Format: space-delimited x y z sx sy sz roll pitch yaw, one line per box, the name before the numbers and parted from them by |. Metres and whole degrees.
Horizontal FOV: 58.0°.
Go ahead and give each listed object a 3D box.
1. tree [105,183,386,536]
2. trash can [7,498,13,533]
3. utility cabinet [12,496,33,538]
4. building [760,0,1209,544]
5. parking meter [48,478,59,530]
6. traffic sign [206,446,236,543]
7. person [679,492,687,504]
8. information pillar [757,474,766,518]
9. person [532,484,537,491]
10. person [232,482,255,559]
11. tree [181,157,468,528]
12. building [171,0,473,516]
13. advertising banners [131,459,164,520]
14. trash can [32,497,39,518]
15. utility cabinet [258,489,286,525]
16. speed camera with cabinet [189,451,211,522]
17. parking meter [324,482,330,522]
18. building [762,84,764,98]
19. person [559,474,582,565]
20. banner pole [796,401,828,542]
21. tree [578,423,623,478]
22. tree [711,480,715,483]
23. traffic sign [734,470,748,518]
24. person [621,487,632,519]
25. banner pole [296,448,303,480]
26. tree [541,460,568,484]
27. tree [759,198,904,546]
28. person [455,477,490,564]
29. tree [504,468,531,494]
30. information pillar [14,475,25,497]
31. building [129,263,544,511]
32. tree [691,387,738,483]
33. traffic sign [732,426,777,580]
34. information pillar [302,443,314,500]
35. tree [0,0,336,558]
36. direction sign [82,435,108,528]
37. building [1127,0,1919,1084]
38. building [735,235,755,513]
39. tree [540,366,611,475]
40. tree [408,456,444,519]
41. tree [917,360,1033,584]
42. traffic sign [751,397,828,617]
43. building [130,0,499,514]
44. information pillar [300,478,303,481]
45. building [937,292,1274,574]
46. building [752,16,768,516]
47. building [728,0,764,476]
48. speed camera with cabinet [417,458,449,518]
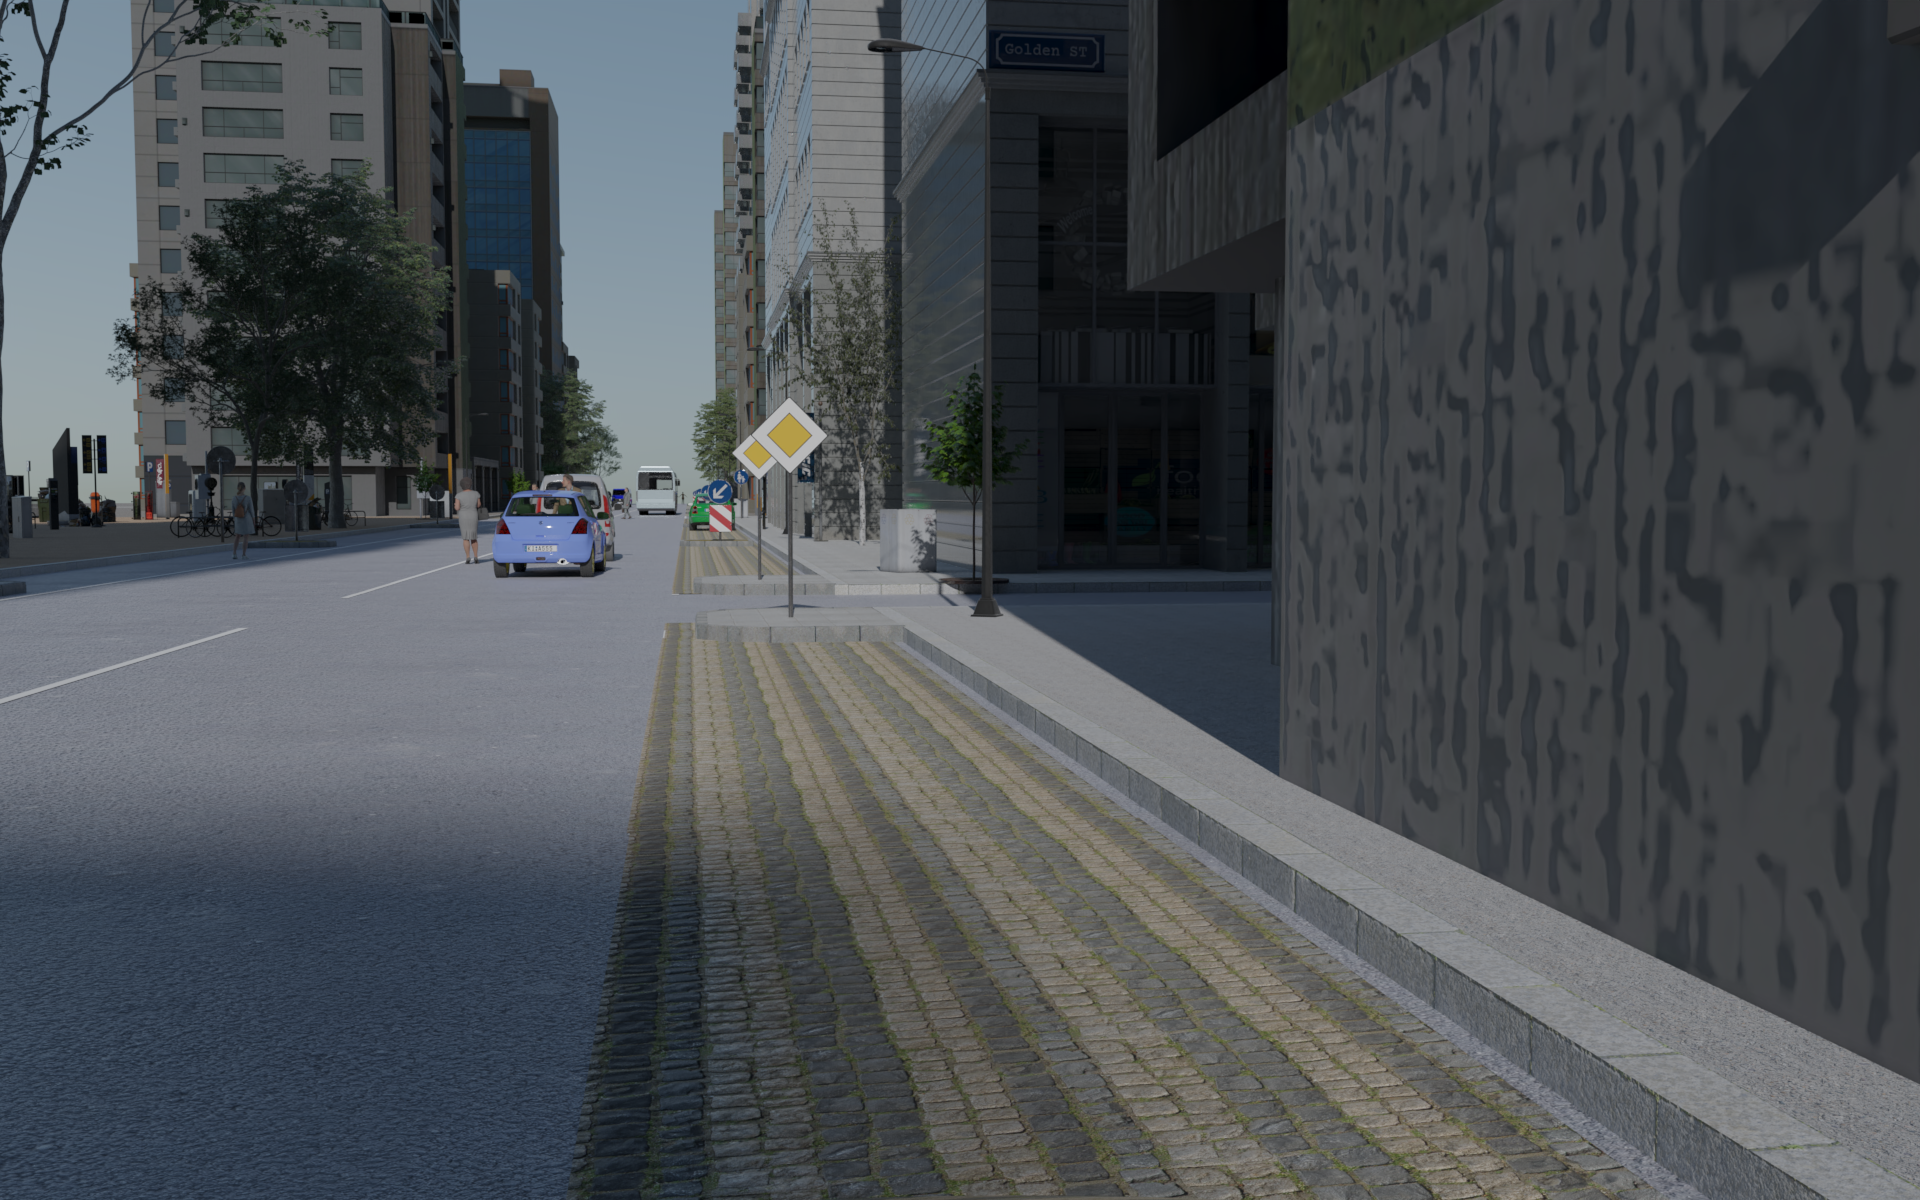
tree | -21.798 -7.247 52.905 8.767 10.594 7.601 -1 4 -13
trash can | -31.119 -2.751 56.626 0.748 1.137 0.748 0 3 0
utility cabinet | -27.451 -2.417 50.686 0.306 1.237 1.020 -3 5 -42
building | -1.002 -17.433 62.519 11.434 29.767 29.804 -1 4 -9
parking meter | -32.605 -3.462 62.308 0.255 1.863 0.399 -3 4 -37
traffic sign | -19.534 -2.795 45.808 0.768 2.556 0.104 0 4 -4
person | -38.265 -14.076 239.353 1.217 1.735 0.721 0 4 8
information pillar | -10.447 -6.107 91.207 0.504 3.616 0.183 0 4 4
person | -15.499 -3.340 63.201 0.635 1.810 0.391 2 4 32
person | -15.792 -1.749 38.105 0.512 1.701 0.522 -1 4 -9
tree | -23.474 -9.656 64.530 9.857 13.997 8.962 0 3 0
building | -37.584 -20.321 103.948 14.160 30.474 14.107 -1 4 -9
advertising banners | -40.164 -5.474 85.681 2.074 3.025 0.090 1 4 18
trash can | -49.386 -4.943 92.467 0.748 1.137 0.748 0 3 0
utility cabinet | -28.647 -3.883 72.165 0.318 1.500 1.173 2 4 27
speed camera with cabinet | -35.082 -5.232 79.880 0.660 3.252 2.038 -2 4 -35
parking meter | -28.590 -4.454 78.528 0.399 1.863 0.255 1 4 22
building | -2.548 -18.113 89.654 14.314 27.812 24.014 -1 4 -9
person | -7.994 -1.642 35.251 0.656 1.842 0.836 -2 4 -32
banner pole | -3.996 -3.472 46.784 0.863 3.779 0.401 0 4 -4
tree | -53.633 -20.186 255.797 9.928 11.665 9.643 0 3 0
tree | -30.963 -13.626 217.390 1.663 3.219 1.824 0 3 0
traffic sign | -11.498 -5.565 91.088 0.768 2.556 0.104 0 4 -1
person | -19.142 -5.546 99.279 0.767 1.812 0.694 -2 4 -33
banner pole | -33.764 -6.029 88.591 0.401 3.779 0.863 0 4 7
tree | -38.832 -11.116 165.464 4.285 4.588 4.351 0 3 0
tree | -2.562 -5.645 42.655 4.360 8.622 3.978 0 3 0
person | -10.018 -1.631 35.520 0.716 1.782 0.532 -2 4 -30
tree | -33.016 -8.297 130.263 1.663 3.219 1.824 0 3 0
information pillar | -36.749 -3.861 67.617 0.304 2.012 0.304 1 4 18
building | -50.600 -18.417 146.157 27.650 21.520 28.899 -1 4 -9
tree | -24.979 -16.229 183.473 7.486 12.596 7.792 0 3 0
traffic sign | -2.999 -1.358 25.848 0.795 2.450 0.064 -1 4 -9
information pillar | -28.746 -5.201 76.397 0.183 3.616 0.504 3 5 40
tree | -19.476 -10.988 35.535 12.611 20.169 13.585 0 3 0
direction sign | -33.158 -4.552 66.420 0.876 3.537 0.379 -1 4 -10
building | 8.057 -14.579 10.065 14.160 30.474 14.107 -1 4 -9
building | -2.817 -17.573 132.360 27.650 21.520 28.899 -1 4 -9
tree | -39.975 -16.277 172.777 9.857 13.997 8.962 0 3 0
tree | -27.087 -5.698 87.769 1.663 3.219 1.824 0 3 0
tree | 0.317 -1.867 25.126 1.663 3.219 1.824 0 3 0
traffic sign | -1.764 -0.876 17.959 0.795 2.450 0.064 -1 4 -9
building | -43.447 -41.690 119.880 20.563 71.187 20.611 -1 4 -9
information pillar | -30.731 -4.691 81.183 0.304 2.012 0.304 -1 4 -13
building | 14.124 -15.716 34.453 29.804 29.767 11.434 -1 4 -9
building | -6.134 -20.682 109.846 14.160 30.474 14.107 -1 4 -9
building | -9.525 -33.105 160.875 23.786 49.044 30.456 -1 4 -9
speed camera with cabinet | -28.597 -6.097 94.018 2.038 3.252 0.660 2 4 34
